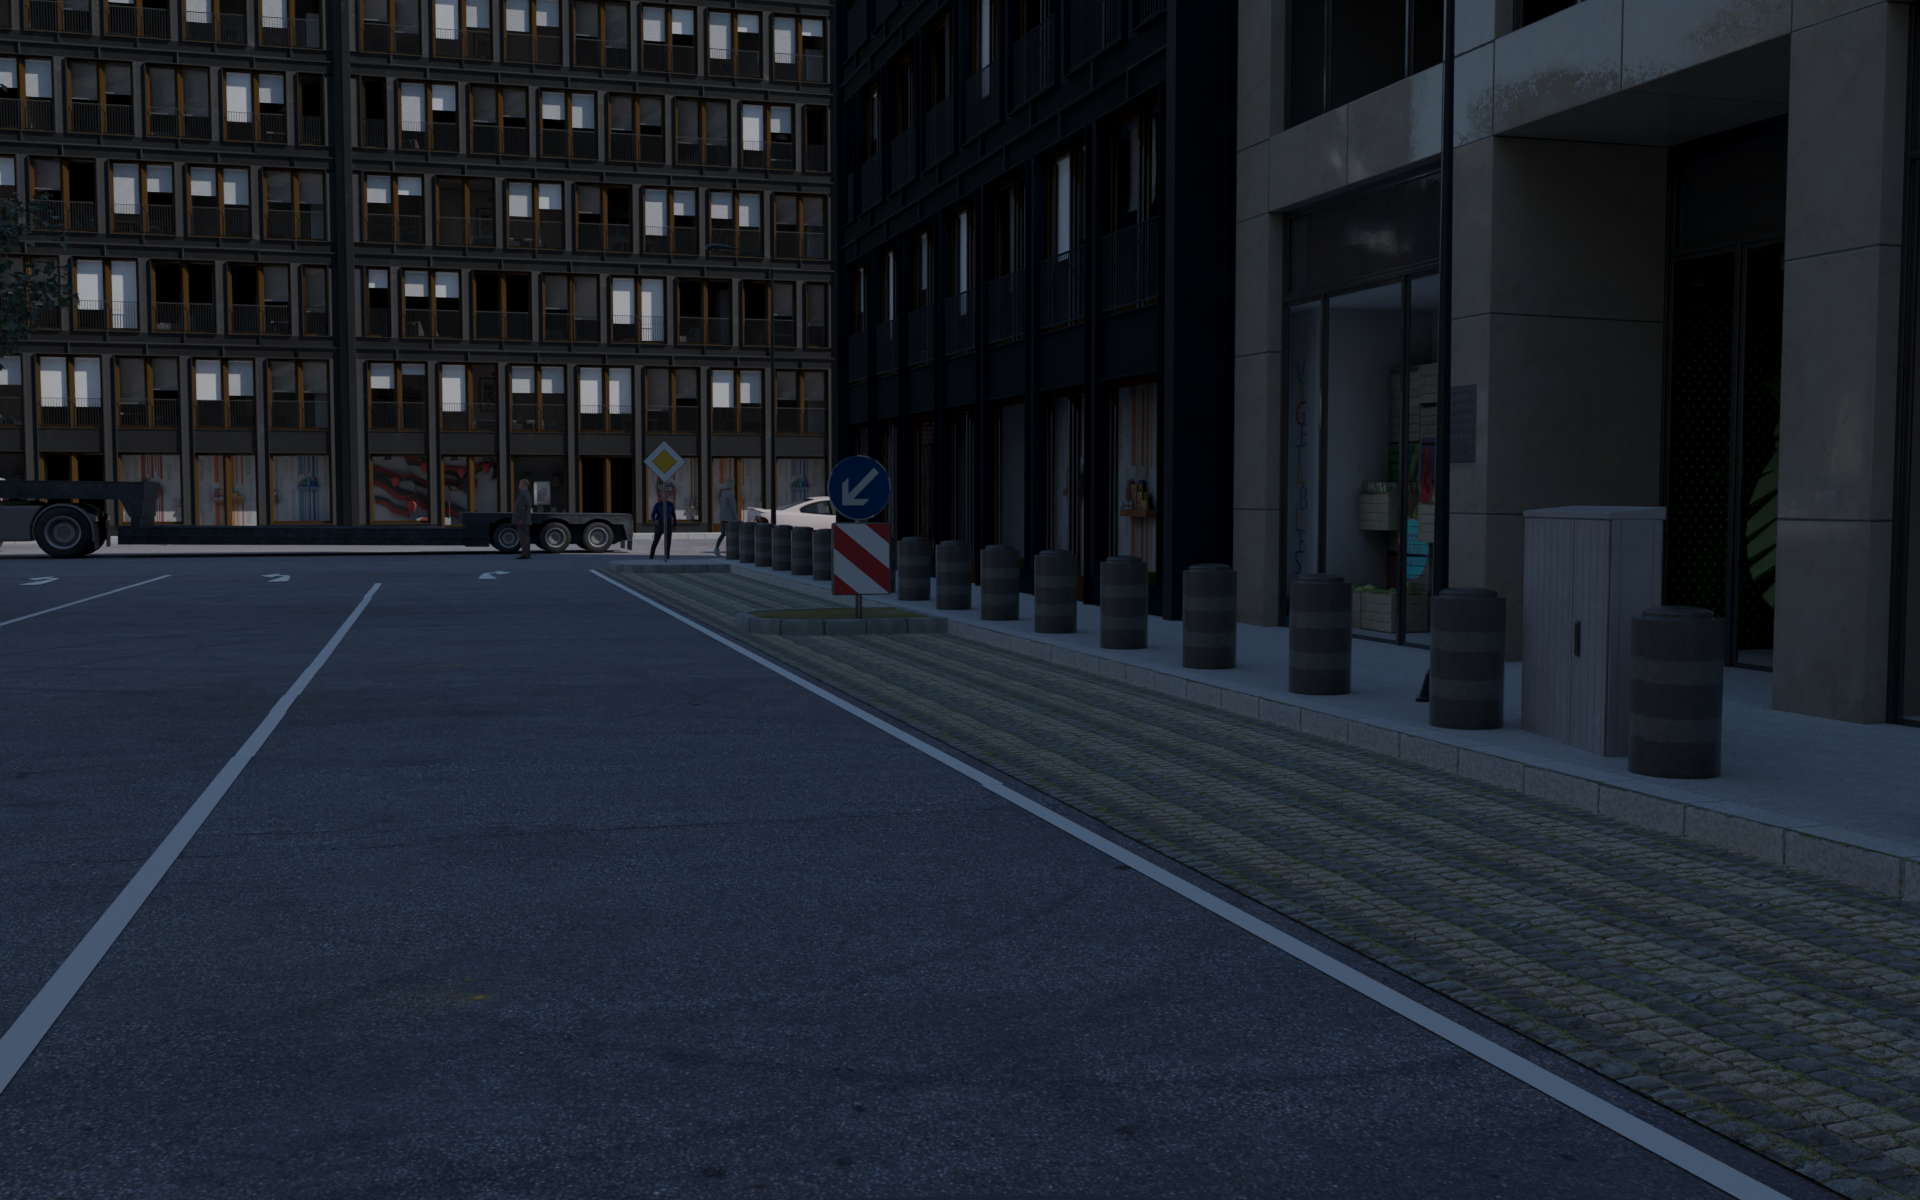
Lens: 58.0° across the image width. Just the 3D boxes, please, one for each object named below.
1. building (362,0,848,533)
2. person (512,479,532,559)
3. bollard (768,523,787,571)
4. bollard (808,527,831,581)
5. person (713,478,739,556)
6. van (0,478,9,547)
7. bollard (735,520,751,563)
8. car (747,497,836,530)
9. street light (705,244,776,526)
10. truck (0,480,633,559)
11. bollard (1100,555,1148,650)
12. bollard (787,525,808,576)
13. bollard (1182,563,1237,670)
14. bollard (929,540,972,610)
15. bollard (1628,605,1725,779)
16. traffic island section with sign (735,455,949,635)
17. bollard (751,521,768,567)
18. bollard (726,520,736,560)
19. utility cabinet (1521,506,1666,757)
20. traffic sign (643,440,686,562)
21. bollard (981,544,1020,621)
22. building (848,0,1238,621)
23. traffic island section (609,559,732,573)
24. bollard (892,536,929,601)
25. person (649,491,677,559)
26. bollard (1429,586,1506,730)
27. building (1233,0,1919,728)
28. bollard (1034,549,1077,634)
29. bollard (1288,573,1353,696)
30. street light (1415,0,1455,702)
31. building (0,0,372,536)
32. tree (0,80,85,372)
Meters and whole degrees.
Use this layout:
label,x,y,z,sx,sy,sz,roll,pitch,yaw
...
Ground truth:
label,x,y,z,sx,sy,sz,roll,pitch,yaw
building,-13.208,-14.190,61.682,15.834,23.373,12.332,-1,4,-16
person,-9.667,-1.783,38.198,0.434,1.755,0.990,0,4,-6
bollard,-2.952,-0.877,29.058,0.404,0.777,0.398,0,3,0
bollard,-1.993,-0.679,25.812,0.404,0.777,0.398,0,3,0
person,-5.376,-1.911,39.927,0.728,1.800,0.709,-2,4,-30
van,-25.409,-2.158,42.296,4.112,2.044,2.013,-1,4,-17
bollard,-3.909,-1.076,32.303,0.404,0.777,0.398,0,3,0
car,-2.883,-1.863,42.822,4.827,1.381,2.083,-1,4,-15
street light,-4.046,-3.665,32.463,1.470,5.913,1.316,-1,4,-16
truck,-17.218,-3.084,40.180,18.799,4.110,2.967,-1,4,-18
bollard,1.369,0.016,14.454,0.404,0.777,0.398,0,3,0
bollard,-2.472,-0.778,27.442,0.404,0.777,0.398,0,3,0
bollard,1.848,0.116,12.827,0.404,0.777,0.398,0,3,0
bollard,-0.069,-0.281,19.306,0.404,0.777,0.398,0,3,0
bollard,3.290,0.413,7.959,0.404,0.777,0.398,0,3,0
traffic island section with sign,-1.341,-0.599,18.419,1.989,1.847,2.006,-1,4,-16
bollard,-3.429,-0.976,30.675,0.404,0.777,0.398,0,3,0
bollard,-4.387,-1.175,33.930,0.404,0.777,0.398,0,3,0
utility cabinet,3.231,0.137,8.927,0.306,1.237,1.020,0,4,-5
traffic sign,-5.539,-1.765,32.495,0.795,2.450,0.064,-1,4,-16
bollard,0.409,-0.182,17.689,0.404,0.777,0.398,0,3,0
building,5.796,-12.012,26.076,12.332,23.373,15.834,-1,4,-16
traffic island section,-5.519,-0.630,32.579,2.009,0.180,2.903,-1,4,-16
bollard,-0.553,-0.381,20.954,0.404,0.777,0.398,0,3,0
person,-5.953,-1.422,34.449,0.574,1.496,0.600,0,4,1
bollard,2.807,0.314,9.584,0.404,0.777,0.398,0,3,0
building,16.754,-12.141,3.019,19.350,26.468,34.151,-1,4,-16
bollard,0.888,-0.083,16.070,0.404,0.777,0.398,0,3,0
bollard,2.331,0.215,11.201,0.404,0.777,0.398,0,3,0
street light,2.460,-2.319,10.458,1.470,5.913,1.316,-1,4,-16
building,-28.425,-13.923,57.311,15.834,23.373,12.332,-1,4,-16
tree,-16.165,-6.181,20.521,9.611,12.733,9.660,0,3,0
